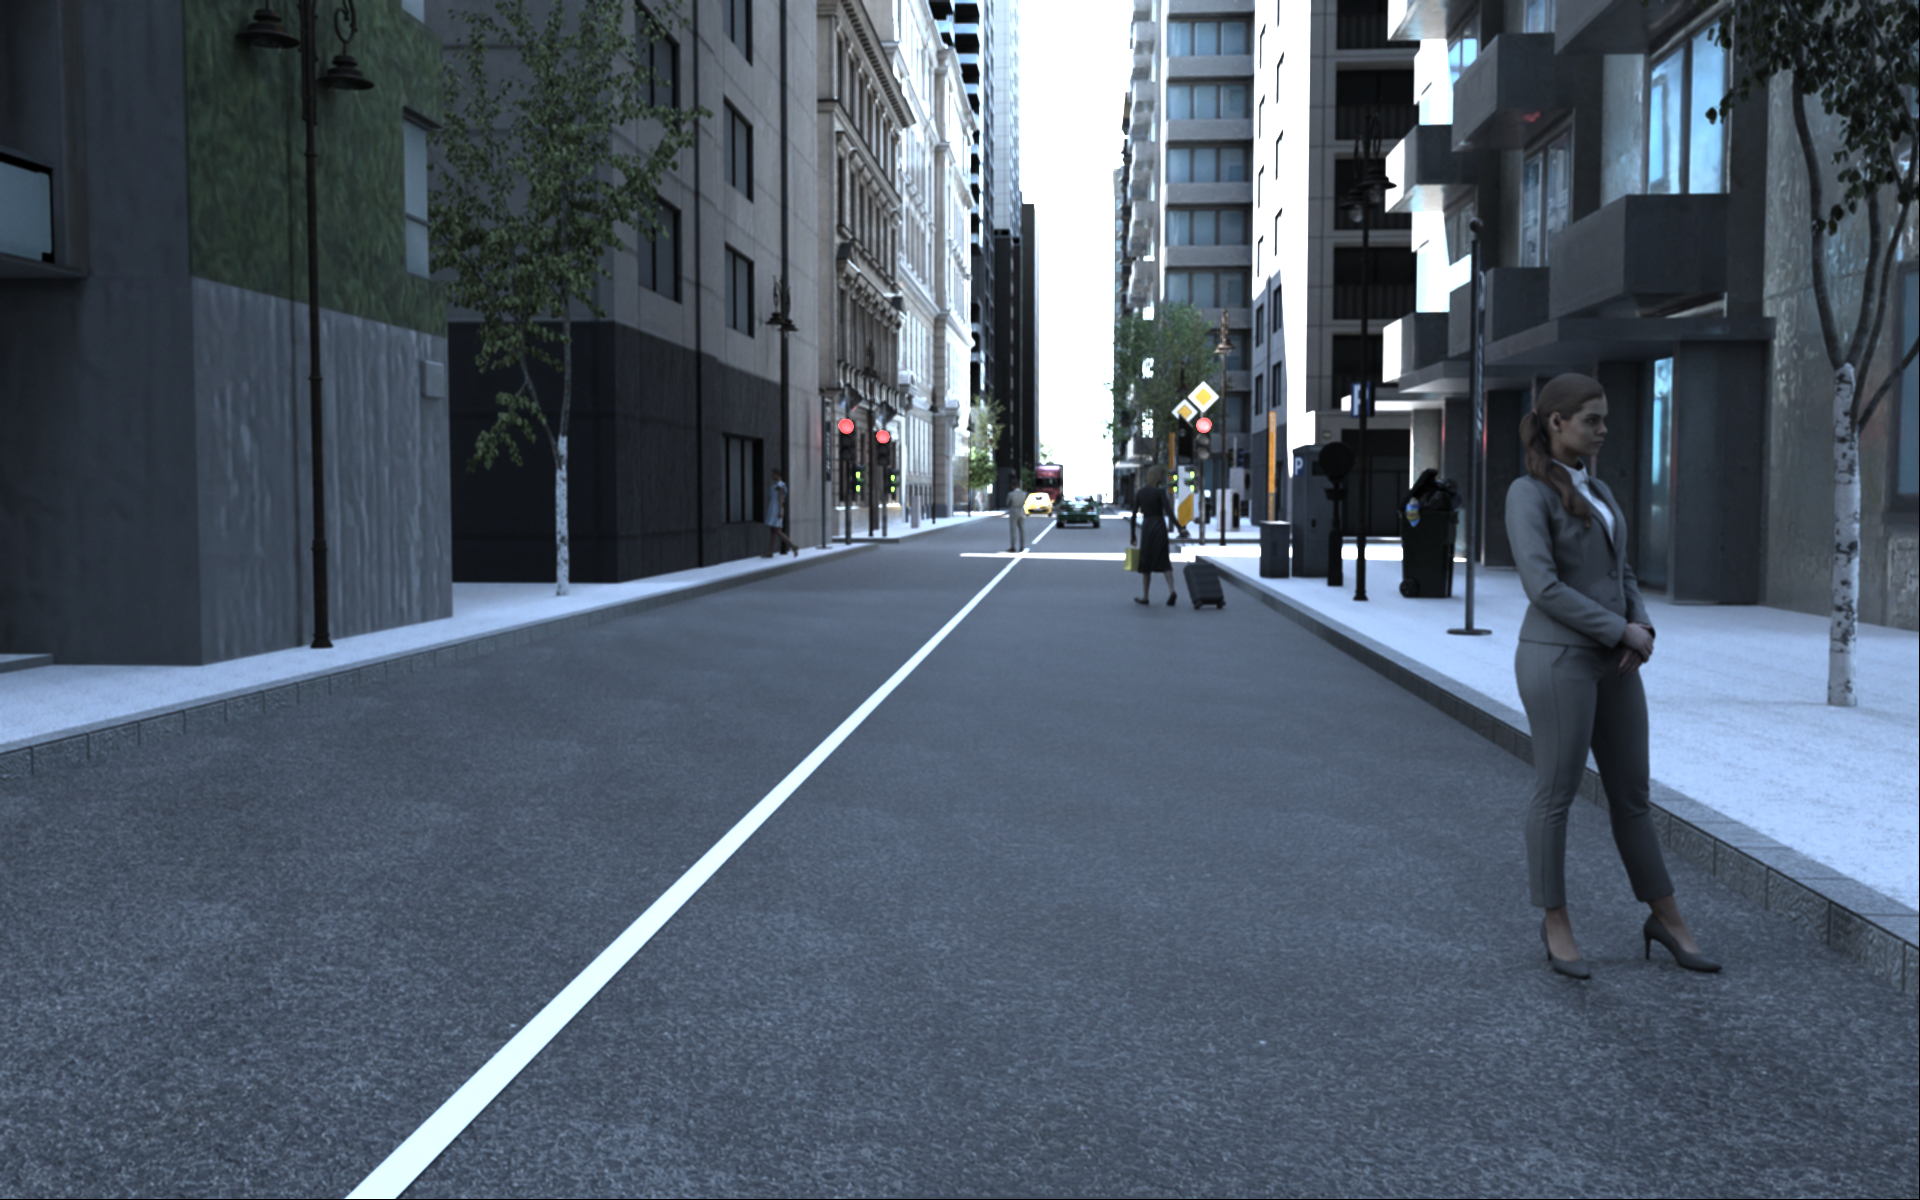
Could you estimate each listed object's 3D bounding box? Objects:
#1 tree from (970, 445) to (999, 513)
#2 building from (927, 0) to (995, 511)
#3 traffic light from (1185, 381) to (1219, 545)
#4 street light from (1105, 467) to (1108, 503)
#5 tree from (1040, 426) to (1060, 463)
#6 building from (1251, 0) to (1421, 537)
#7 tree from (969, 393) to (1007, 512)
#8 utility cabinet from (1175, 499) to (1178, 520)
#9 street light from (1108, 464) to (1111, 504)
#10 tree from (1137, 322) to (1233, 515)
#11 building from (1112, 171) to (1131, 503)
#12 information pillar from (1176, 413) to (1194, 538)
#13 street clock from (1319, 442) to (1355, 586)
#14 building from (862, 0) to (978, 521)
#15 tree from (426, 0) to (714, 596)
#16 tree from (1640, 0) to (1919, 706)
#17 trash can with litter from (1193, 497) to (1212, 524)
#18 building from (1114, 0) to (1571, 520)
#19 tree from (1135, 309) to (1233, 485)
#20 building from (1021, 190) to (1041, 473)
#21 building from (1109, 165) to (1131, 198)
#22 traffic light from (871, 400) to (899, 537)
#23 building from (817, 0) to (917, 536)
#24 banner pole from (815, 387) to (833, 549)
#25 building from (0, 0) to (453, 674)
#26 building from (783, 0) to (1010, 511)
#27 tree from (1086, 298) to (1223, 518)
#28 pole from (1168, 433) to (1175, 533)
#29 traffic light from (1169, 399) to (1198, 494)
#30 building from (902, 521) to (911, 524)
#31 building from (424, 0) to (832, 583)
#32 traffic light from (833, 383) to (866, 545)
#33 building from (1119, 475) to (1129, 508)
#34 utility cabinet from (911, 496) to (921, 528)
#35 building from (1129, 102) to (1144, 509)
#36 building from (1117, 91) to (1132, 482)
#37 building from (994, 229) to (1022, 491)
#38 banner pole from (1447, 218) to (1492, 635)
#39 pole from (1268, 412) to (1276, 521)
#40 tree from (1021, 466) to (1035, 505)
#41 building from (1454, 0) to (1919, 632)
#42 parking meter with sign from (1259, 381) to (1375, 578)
[{"bbox_3d":[0.977,-8.065,115.575,4.285,4.588,4.351,0,3,0],"label":"tree"},{"bbox_3d":[-7.990,-50.693,141.507,22.319,86.520,31.000,0,4,4],"label":"building"},{"bbox_3d":[6.030,-3.317,43.155,0.839,4.253,0.868,0,4,4],"label":"traffic light"},{"bbox_3d":[18.877,-14.987,217.827,0.468,5.910,1.993,0,4,4],"label":"street light"},{"bbox_3d":[13.258,-22.499,285.977,7.486,12.596,7.792,0,3,0],"label":"tree"},{"bbox_3d":[21.435,-37.935,58.486,20.611,71.187,20.563,0,4,4],"label":"building"},{"bbox_3d":[1.314,-10.591,123.530,4.737,8.622,4.395,0,3,0],"label":"tree"},{"bbox_3d":[10.843,-4.642,84.573,1.173,1.500,0.318,-2,4,-27],"label":"utility cabinet"},{"bbox_3d":[17.733,-13.998,201.647,0.468,5.910,1.993,0,4,4],"label":"street light"},{"bbox_3d":[9.499,-7.646,75.370,4.360,8.622,3.978,0,3,0],"label":"tree"},{"bbox_3d":[26.529,-32.876,221.117,14.154,41.232,14.086,0,4,4],"label":"building"},{"bbox_3d":[6.525,-3.597,50.171,0.504,3.616,0.183,3,5,42],"label":"information pillar"},{"bbox_3d":[5.243,-1.197,24.144,0.471,2.002,0.358,1,4,21],"label":"street clock"},{"bbox_3d":[-6.205,-19.274,101.039,13.634,28.700,20.117,0,4,4],"label":"building"},{"bbox_3d":[-5.263,-4.362,21.676,4.737,8.622,4.395,0,3,0],"label":"tree"},{"bbox_3d":[5.355,-3.650,10.034,4.360,8.622,3.978,0,3,0],"label":"tree"},{"bbox_3d":[10.318,-3.832,74.046,0.624,1.170,1.055,-2,4,-25],"label":"trash can with litter"},{"bbox_3d":[21.954,-29.960,109.457,23.786,49.044,30.456,0,4,4],"label":"building"},{"bbox_3d":[8.978,-7.304,69.788,4.737,8.622,4.395,0,3,0],"label":"tree"},{"bbox_3d":[4.461,-37.238,258.948,14.600,45.320,14.200,0,4,4],"label":"building"},{"bbox_3d":[37.750,-41.625,269.809,28.713,52.752,27.495,0,4,4],"label":"building"},{"bbox_3d":[-2.243,-3.842,51.731,0.839,4.253,0.868,0,4,4],"label":"traffic light"},{"bbox_3d":[-7.708,-12.021,61.179,10.561,19.102,19.286,0,4,4],"label":"building"},{"bbox_3d":[-3.161,-3.118,40.995,0.401,3.779,0.863,1,4,12],"label":"banner pole"},{"bbox_3d":[-12.774,-19.993,10.477,14.154,41.232,14.086,0,4,4],"label":"building"},{"bbox_3d":[-4.929,-44.657,168.398,20.563,71.187,20.611,0,4,4],"label":"building"},{"bbox_3d":[10.449,-10.140,91.552,9.928,11.665,9.643,0,3,0],"label":"tree"},{"bbox_3d":[7.020,-3.893,57.496,0.158,3.312,0.155,0,3,0],"label":"pole"},{"bbox_3d":[6.597,-3.804,51.120,0.839,4.253,0.868,0,4,4],"label":"traffic light"},{"bbox_3d":[-8.181,-18.052,81.049,13.634,28.700,20.117,0,4,4],"label":"building"},{"bbox_3d":[-14.340,-36.414,33.613,20.611,71.187,20.563,0,4,4],"label":"building"},{"bbox_3d":[-2.810,-3.354,43.766,0.839,4.253,0.868,0,4,4],"label":"traffic light"},{"bbox_3d":[31.016,-28.583,159.208,32.217,40.220,23.993,0,4,4],"label":"building"},{"bbox_3d":[-1.679,-3.323,65.494,0.306,1.237,1.020,0,4,5],"label":"utility cabinet"},{"bbox_3d":[24.428,-31.343,136.162,21.300,48.544,21.600,0,4,4],"label":"building"},{"bbox_3d":[28.221,-32.506,186.094,22.147,44.769,28.867,0,4,4],"label":"building"},{"bbox_3d":[-0.557,-25.431,187.492,14.160,30.474,14.107,0,4,4],"label":"building"},{"bbox_3d":[4.781,-1.591,16.023,0.401,3.779,0.863,2,4,25],"label":"banner pole"},{"bbox_3d":[7.733,-3.004,42.956,0.158,3.312,0.155,0,3,0],"label":"pole"},{"bbox_3d":[7.553,-13.339,201.808,4.285,4.588,4.351,0,3,0],"label":"tree"},{"bbox_3d":[19.266,-24.849,25.893,23.786,49.044,30.456,0,4,4],"label":"building"},{"bbox_3d":[5.493,-1.864,26.744,1.738,3.016,0.543,-1,4,-20],"label":"parking meter with sign"}]
